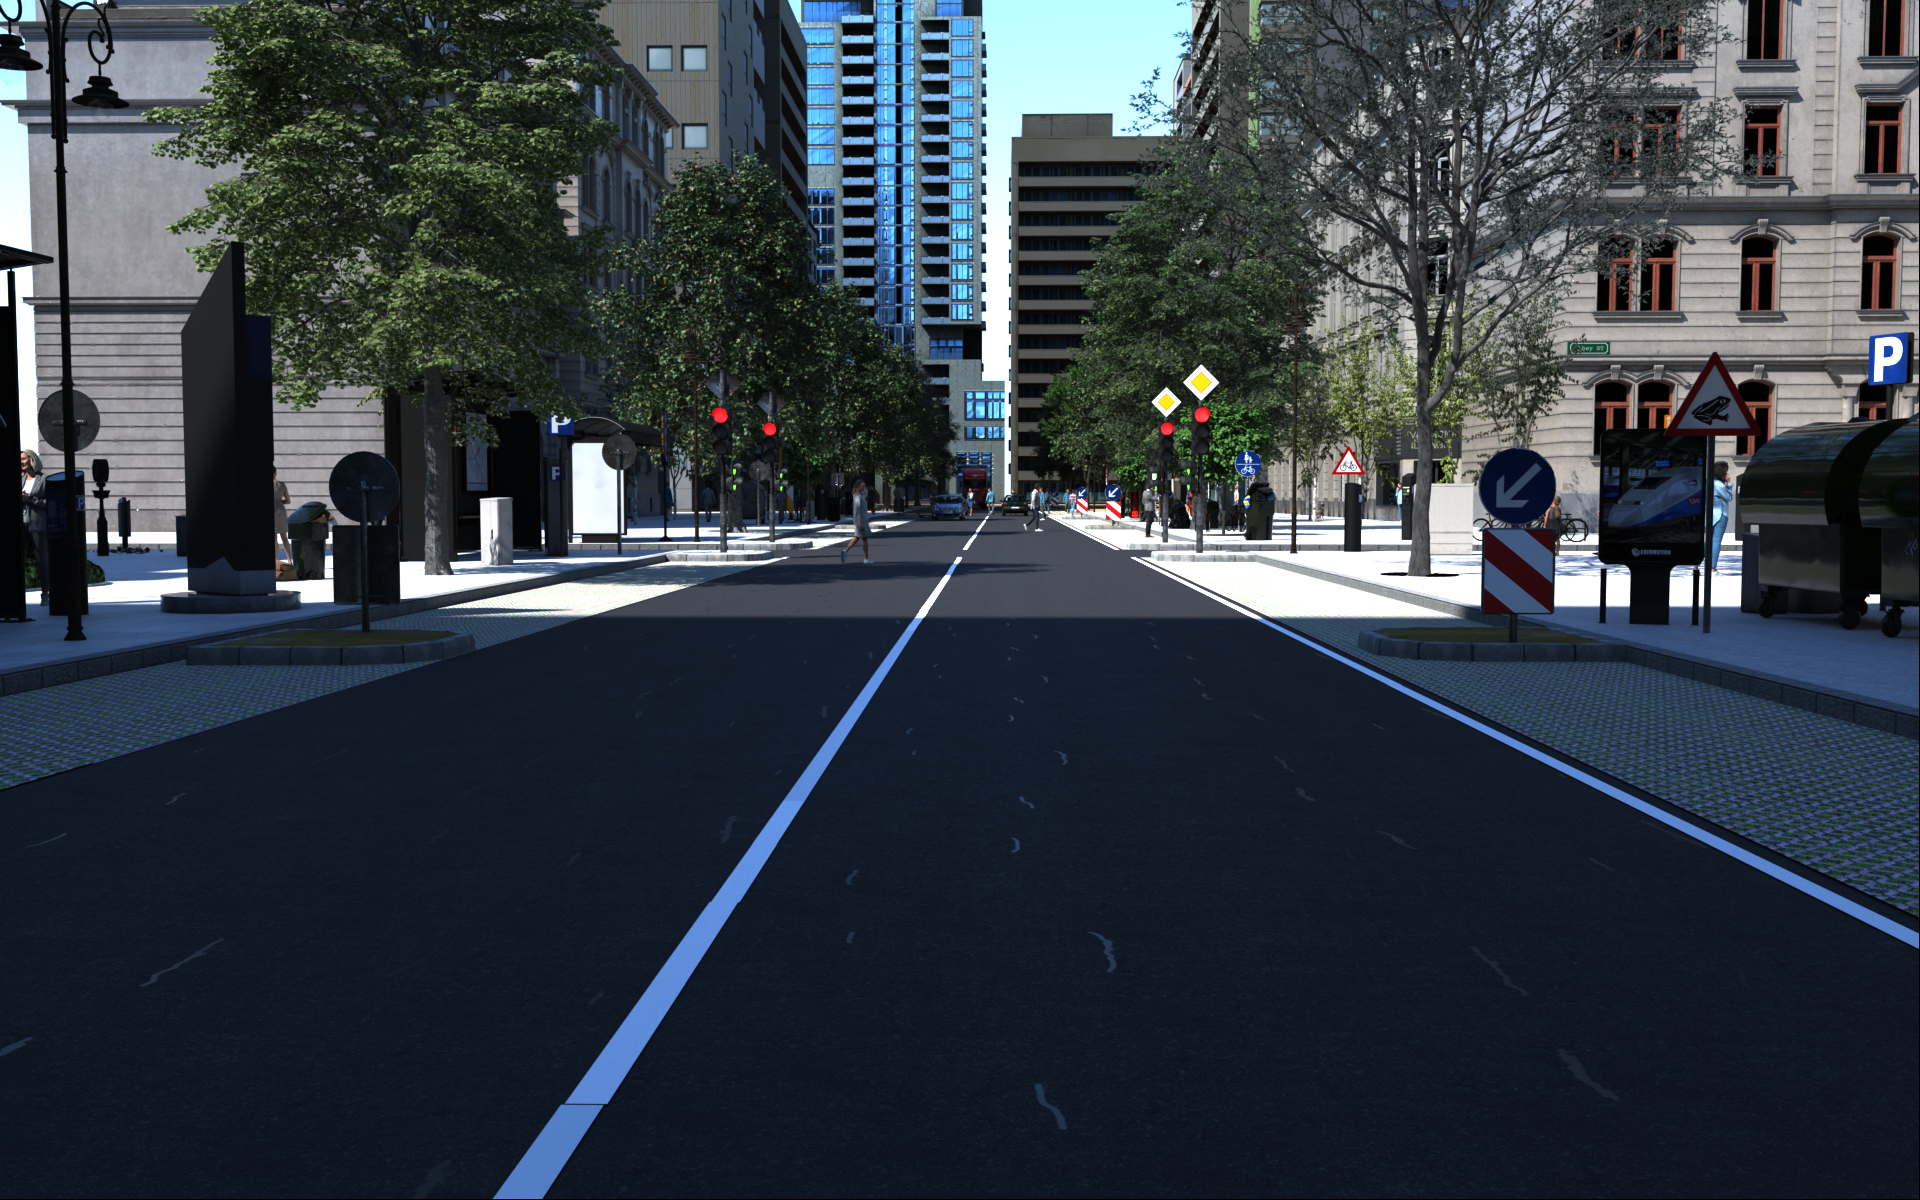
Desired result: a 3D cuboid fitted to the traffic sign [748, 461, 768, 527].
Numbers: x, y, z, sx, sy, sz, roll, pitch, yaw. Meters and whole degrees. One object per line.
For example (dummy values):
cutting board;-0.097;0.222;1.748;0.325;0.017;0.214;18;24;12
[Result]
traffic sign;-7.815;-4.095;67.061;0.768;2.556;0.104;0;4;4

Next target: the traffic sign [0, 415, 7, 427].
traffic sign;-8.036;-0.845;13.816;0.884;2.594;0.081;0;4;4

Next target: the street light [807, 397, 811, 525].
street light;-6.347;-6.100;72.521;0.468;5.910;1.993;0;4;1

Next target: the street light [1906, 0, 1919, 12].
street light;6.650;-2.362;11.403;0.468;5.910;1.993;0;4;1

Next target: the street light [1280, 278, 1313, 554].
street light;7.198;-3.938;37.182;0.468;5.910;1.993;0;4;1

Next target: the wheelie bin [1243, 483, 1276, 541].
wheelie bin;8.341;-2.452;48.000;0.980;1.594;0.693;-2;4;-32

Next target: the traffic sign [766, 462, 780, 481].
traffic sign;-7.422;-4.181;68.464;0.768;2.556;0.104;0;4;5

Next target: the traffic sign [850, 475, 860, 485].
traffic sign;-6.337;-6.508;106.415;0.884;2.594;0.081;1;4;11

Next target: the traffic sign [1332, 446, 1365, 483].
traffic sign;10.540;-2.877;47.043;0.884;2.594;0.081;1;4;11

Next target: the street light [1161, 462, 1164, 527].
street light;8.019;-5.848;68.398;0.468;5.910;1.993;0;4;1

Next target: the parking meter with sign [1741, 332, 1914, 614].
parking meter with sign;9.333;-1.373;18.714;1.738;3.016;0.543;-1;4;-15

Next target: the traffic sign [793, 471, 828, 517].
traffic sign;-8.581;-6.387;98.292;2.265;3.308;0.079;1;4;10

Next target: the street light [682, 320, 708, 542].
street light;-7.029;-4.485;46.115;0.468;5.910;1.993;0;4;1

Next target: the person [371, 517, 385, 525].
person;-14.198;-2.044;42.325;0.661;1.777;0.834;1;4;12

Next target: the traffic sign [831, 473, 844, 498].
traffic sign;-5.819;-4.905;82.327;0.606;2.300;0.079;1;4;10

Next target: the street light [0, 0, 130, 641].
street light;-7.770;-2.584;15.032;0.468;5.910;1.993;0;4;1

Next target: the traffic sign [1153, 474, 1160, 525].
traffic sign;8.247;-4.248;71.579;0.606;2.300;0.079;0;4;5

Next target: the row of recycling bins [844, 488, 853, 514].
row of recycling bins;-6.998;-6.354;111.005;1.069;1.692;3.534;-2;4;-24

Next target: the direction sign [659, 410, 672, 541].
direction sign;-8.059;-3.382;47.290;0.379;3.537;0.876;-1;4;-20

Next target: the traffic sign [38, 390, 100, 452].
traffic sign;-10.816;-1.280;21.034;0.768;2.556;0.104;0;4;2

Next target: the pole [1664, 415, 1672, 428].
pole;18.237;-3.110;44.698;0.158;3.312;0.155;0;3;0

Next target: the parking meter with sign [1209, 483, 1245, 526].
parking meter with sign;10.590;-4.448;68.991;1.738;3.016;0.543;-2;4;-32

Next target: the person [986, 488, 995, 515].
person;2.113;-6.821;119.891;0.638;1.841;0.748;0;4;-5

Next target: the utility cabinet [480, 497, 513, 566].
utility cabinet;-8.446;-1.246;31.541;0.306;1.237;1.020;-2;4;-33

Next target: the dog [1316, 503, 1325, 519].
dog;18.519;-4.608;89.722;0.800;0.831;0.513;0;4;3

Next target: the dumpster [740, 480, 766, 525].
dumpster;-8.879;-4.094;72.691;1.264;1.857;1.865;0;4;2

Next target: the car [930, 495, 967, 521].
car;-0.611;-5.073;94.952;2.014;1.417;4.499;0;4;2

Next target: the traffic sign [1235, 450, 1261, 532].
traffic sign;8.414;-3.091;50.643;0.768;2.556;0.104;0;4;6

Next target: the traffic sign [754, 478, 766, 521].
traffic sign;-9.551;-5.041;82.522;0.768;2.556;0.104;0;4;5

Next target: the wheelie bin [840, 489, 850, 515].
wheelie bin;-7.375;-6.129;108.123;0.693;1.594;0.980;3;5;45

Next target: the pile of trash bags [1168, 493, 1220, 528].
pile of trash bags;8.741;-3.361;64.704;1.912;1.369;3.447;0;4;6

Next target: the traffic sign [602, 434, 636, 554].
traffic sign;-7.234;-2.241;36.739;0.768;2.556;0.104;1;4;10

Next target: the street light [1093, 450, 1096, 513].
street light;9.340;-9.022;120.299;0.468;5.910;1.993;0;4;1

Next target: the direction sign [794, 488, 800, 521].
direction sign;-7.715;-5.519;82.237;0.379;3.537;0.876;0;4;-5

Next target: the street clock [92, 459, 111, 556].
street clock;-17.776;-1.914;35.869;0.358;2.002;0.471;-3;4;-38

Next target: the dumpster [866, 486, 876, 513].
dumpster;-6.471;-6.933;119.120;1.264;1.857;1.865;0;4;2

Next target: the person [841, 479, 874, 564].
person;-2.085;-1.611;35.591;0.760;1.731;0.466;-3;5;-42

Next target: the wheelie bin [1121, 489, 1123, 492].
wheelie bin;10.504;-6.432;113.073;0.980;1.594;0.693;-1;4;-18

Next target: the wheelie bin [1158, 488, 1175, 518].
wheelie bin;11.070;-5.184;92.658;0.980;1.594;0.693;-1;4;-22

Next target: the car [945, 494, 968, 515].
car;-0.454;-6.391;116.283;2.131;1.459;4.920;0;4;3

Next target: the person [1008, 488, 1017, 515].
person;3.615;-6.747;118.585;0.659;1.850;0.755;-3;5;-39

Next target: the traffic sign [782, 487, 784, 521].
traffic sign;-8.344;-4.993;81.738;0.768;2.556;0.104;0;4;2

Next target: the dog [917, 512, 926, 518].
dog;-2.286;-5.000;101.947;0.748;0.427;0.550;2;4;34

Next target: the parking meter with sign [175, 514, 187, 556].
parking meter with sign;-15.237;-2.408;35.629;1.738;3.016;0.543;0;4;1

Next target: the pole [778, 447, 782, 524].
pole;-7.704;-4.917;74.238;0.158;3.312;0.155;0;3;0

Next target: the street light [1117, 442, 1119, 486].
street light;8.630;-7.446;94.524;0.468;5.910;1.993;0;4;1

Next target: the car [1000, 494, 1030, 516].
car;3.615;-6.389;114.241;2.009;1.686;4.222;0;4;1

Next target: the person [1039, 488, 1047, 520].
person;4.565;-5.264;94.917;0.444;1.785;0.601;1;4;16

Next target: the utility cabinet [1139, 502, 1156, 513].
utility cabinet;11.951;-6.263;111.080;1.173;1.500;0.318;-1;4;-8

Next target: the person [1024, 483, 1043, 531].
person;2.827;-3.570;66.710;0.795;1.843;0.661;1;4;9

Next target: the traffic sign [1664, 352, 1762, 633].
traffic sign;6.898;-0.974;15.931;0.884;2.594;0.081;0;4;2

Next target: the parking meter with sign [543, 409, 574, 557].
parking meter with sign;-8.376;-2.428;35.954;0.543;3.016;1.738;-1;4;-20

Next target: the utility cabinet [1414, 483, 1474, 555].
utility cabinet;10.110;-1.686;36.245;1.173;1.500;0.318;0;4;4
